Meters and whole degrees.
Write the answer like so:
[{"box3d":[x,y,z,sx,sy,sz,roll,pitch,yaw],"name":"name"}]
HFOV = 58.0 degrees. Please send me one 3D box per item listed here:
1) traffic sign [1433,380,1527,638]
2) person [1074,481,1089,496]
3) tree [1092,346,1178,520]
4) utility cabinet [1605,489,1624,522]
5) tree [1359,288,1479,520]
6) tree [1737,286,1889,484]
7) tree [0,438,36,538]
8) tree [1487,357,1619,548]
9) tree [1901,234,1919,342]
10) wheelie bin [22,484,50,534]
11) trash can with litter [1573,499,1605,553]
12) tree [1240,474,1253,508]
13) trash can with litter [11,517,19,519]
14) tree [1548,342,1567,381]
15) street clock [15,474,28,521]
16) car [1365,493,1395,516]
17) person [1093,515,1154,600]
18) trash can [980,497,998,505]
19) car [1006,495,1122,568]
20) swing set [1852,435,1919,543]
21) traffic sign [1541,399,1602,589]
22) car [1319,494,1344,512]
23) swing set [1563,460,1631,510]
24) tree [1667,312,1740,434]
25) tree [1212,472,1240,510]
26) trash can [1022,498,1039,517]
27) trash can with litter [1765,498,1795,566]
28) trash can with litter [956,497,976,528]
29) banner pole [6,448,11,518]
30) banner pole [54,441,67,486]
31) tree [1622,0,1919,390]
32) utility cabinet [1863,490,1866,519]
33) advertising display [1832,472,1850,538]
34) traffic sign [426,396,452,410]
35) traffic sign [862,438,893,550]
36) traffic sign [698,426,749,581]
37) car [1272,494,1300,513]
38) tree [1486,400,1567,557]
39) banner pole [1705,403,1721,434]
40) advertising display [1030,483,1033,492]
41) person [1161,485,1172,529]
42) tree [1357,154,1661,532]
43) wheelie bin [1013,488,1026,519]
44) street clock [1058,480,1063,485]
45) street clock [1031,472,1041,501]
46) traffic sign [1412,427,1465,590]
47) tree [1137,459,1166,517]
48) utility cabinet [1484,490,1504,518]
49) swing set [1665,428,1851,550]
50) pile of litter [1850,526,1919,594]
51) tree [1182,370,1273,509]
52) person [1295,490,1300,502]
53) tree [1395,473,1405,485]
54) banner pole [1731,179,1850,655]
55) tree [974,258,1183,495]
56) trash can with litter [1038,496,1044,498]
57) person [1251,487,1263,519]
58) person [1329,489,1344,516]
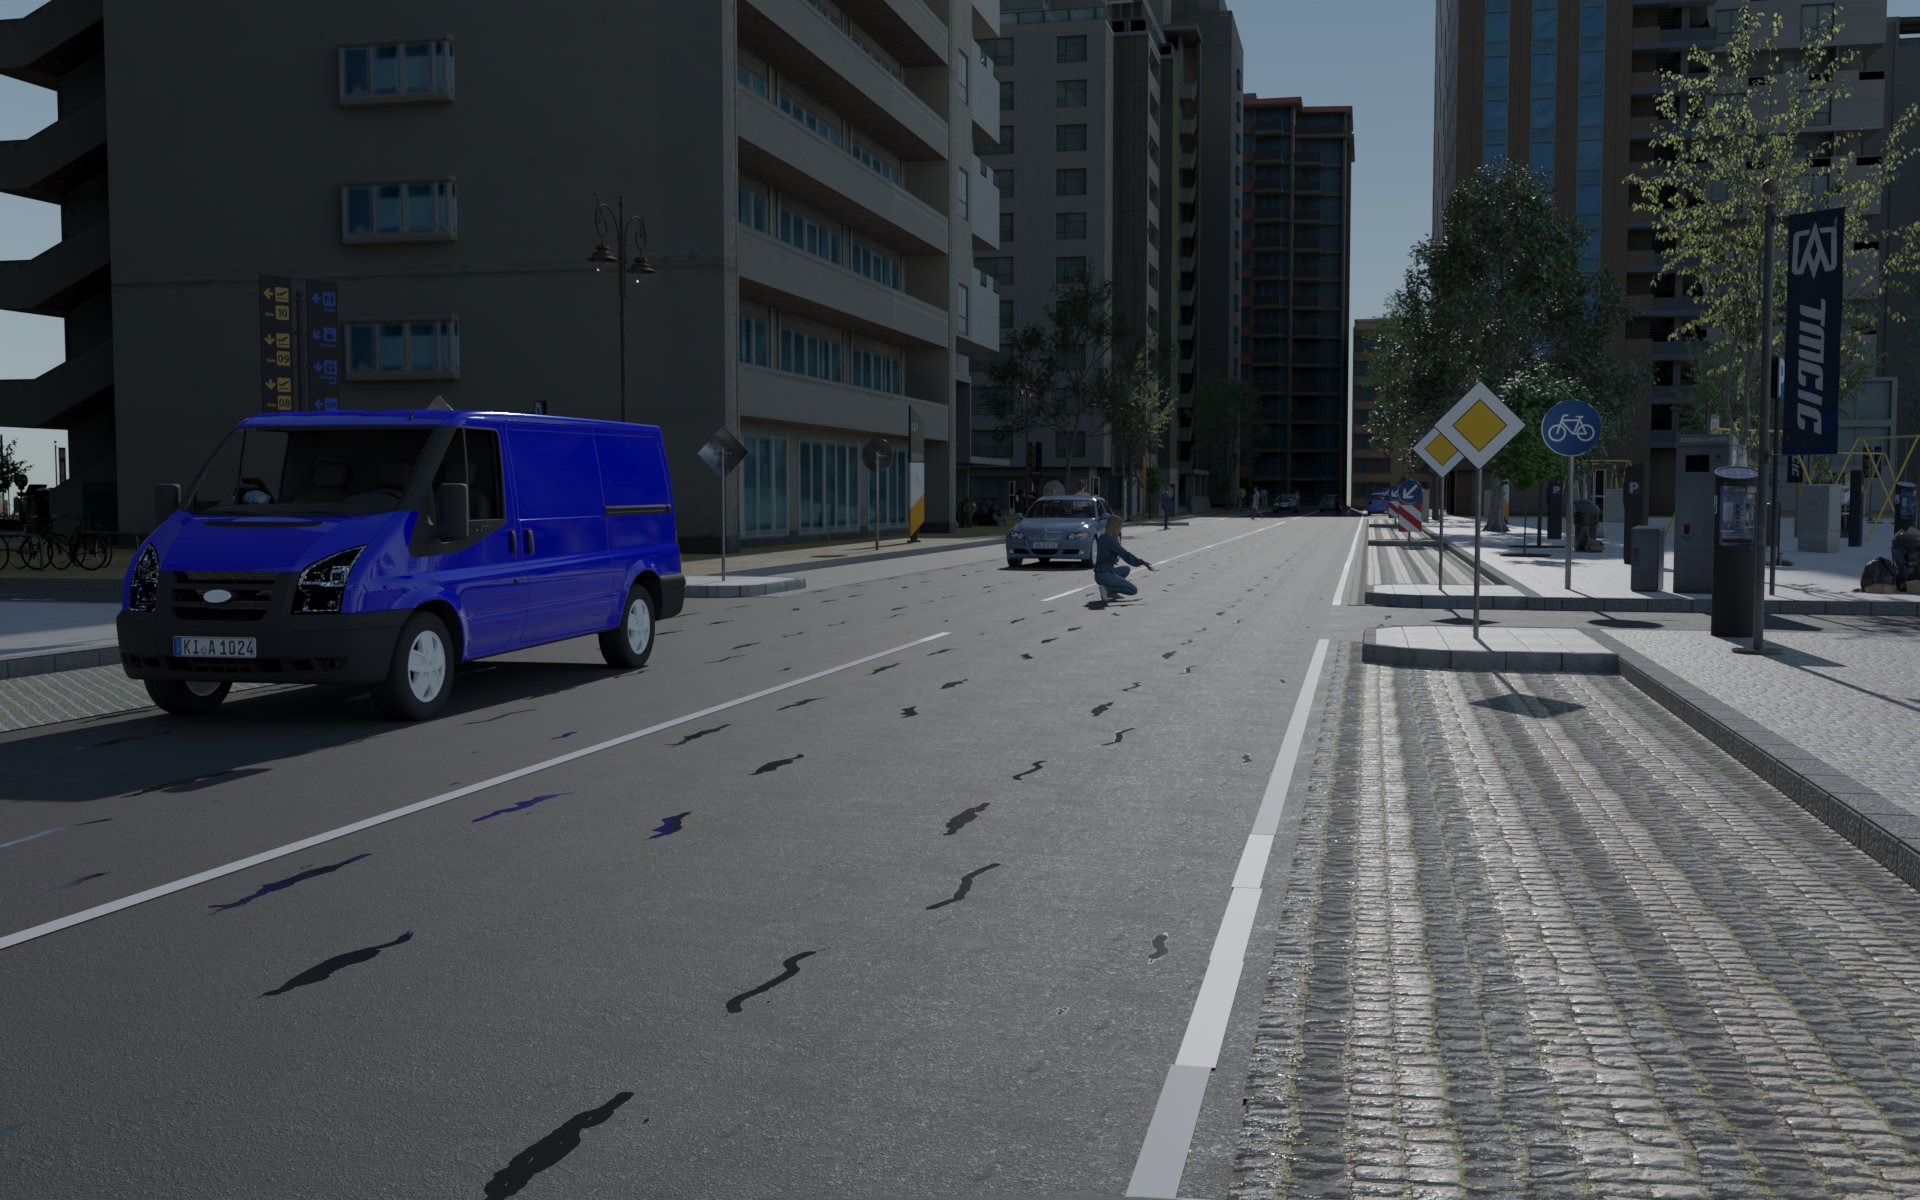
[{"box3d":[4.591,-0.717,15.360,0.795,2.450,0.064,1,4,13],"name":"traffic sign"},{"box3d":[3.027,-2.038,42.388,0.480,1.755,0.524,1,4,17],"name":"person"},{"box3d":[8.387,-8.265,85.499,4.360,8.622,3.978,0,3,0],"name":"tree"},{"box3d":[29.420,-4.192,77.219,1.173,1.500,0.318,1,4,19],"name":"utility cabinet"},{"box3d":[23.544,-9.773,85.550,9.928,11.665,9.643,0,3,0],"name":"tree"},{"box3d":[29.472,-6.667,59.366,4.737,8.622,4.395,0,3,0],"name":"tree"},{"box3d":[-28.660,-3.474,51.403,1.663,3.219,1.824,0,3,0],"name":"tree"},{"box3d":[13.991,-3.537,41.541,4.285,4.588,4.351,0,3,0],"name":"tree"},{"box3d":[31.803,-7.667,51.103,9.928,11.665,9.643,0,3,0],"name":"tree"},{"box3d":[-29.218,-2.879,54.974,0.693,1.594,0.980,2,4,25],"name":"wheelie bin"},{"box3d":[13.964,-1.644,38.262,0.624,1.170,1.055,0,4,-3],"name":"trash can with litter"},{"box3d":[27.351,-10.391,164.494,1.663,3.219,1.824,0,3,0],"name":"tree"},{"box3d":[-47.490,-4.623,86.644,2.233,1.210,1.678,-2,4,-24],"name":"trash can with litter"},{"box3d":[24.221,-7.112,66.649,4.360,8.622,3.978,0,3,0],"name":"tree"},{"box3d":[-33.635,-3.518,62.086,0.471,2.002,0.358,2,4,26],"name":"street clock"},{"box3d":[27.806,-6.420,114.560,1.945,1.707,3.694,1,4,13],"name":"car"},{"box3d":[2.153,-0.588,23.619,0.738,1.151,1.012,-1,4,-11],"name":"person"},{"box3d":[1.261,-3.901,75.437,0.748,1.137,0.748,0,3,0],"name":"trash can"},{"box3d":[2.192,-1.435,35.464,2.014,1.417,4.499,1,4,15],"name":"car"},{"box3d":[25.232,-3.017,46.943,2.862,2.851,3.119,0,4,-3],"name":"swing set"},{"box3d":[8.219,-1.421,23.343,0.768,2.556,0.104,1,4,16],"name":"traffic sign"},{"box3d":[29.769,-7.765,138.965,2.014,1.417,4.499,1,4,14],"name":"car"},{"box3d":[29.338,-5.026,79.801,3.119,2.851,2.862,0,4,-7],"name":"swing set"},{"box3d":[30.896,-7.371,70.885,4.737,8.622,4.395,0,3,0],"name":"tree"},{"box3d":[21.119,-8.807,138.596,1.663,3.219,1.824,0,3,0],"name":"tree"},{"box3d":[3.959,-5.462,100.959,0.748,1.137,0.748,0,3,0],"name":"trash can"},{"box3d":[14.061,-1.235,31.244,2.233,1.210,1.678,1,4,10],"name":"trash can with litter"},{"box3d":[0.042,-3.320,65.665,1.055,1.170,0.624,-2,4,-32],"name":"trash can with litter"},{"box3d":[-50.921,-6.275,92.613,0.401,3.779,0.863,-1,4,-22],"name":"banner pole"},{"box3d":[-42.255,-5.586,81.342,0.401,3.779,0.863,1,4,15],"name":"banner pole"},{"box3d":[12.185,-4.644,26.299,4.360,8.622,3.978,0,3,0],"name":"tree"},{"box3d":[46.084,-4.939,89.425,1.173,1.500,0.318,1,4,20],"name":"utility cabinet"},{"box3d":[25.970,-2.788,50.799,0.974,1.923,0.123,-1,4,-20],"name":"advertising display"},{"box3d":[-5.326,-0.861,17.719,0.795,2.450,0.064,1,4,13],"name":"traffic sign"},{"box3d":[-1.899,-2.414,39.574,0.768,2.556,0.104,1,4,18],"name":"traffic sign"},{"box3d":[-3.486,-1.336,25.490,0.795,2.450,0.064,1,4,13],"name":"traffic sign"},{"box3d":[24.956,-7.388,132.587,2.131,1.459,4.920,1,4,13],"name":"car"},{"box3d":[11.512,-2.509,35.627,1.663,3.219,1.824,0,3,0],"name":"tree"},{"box3d":[20.635,-3.523,47.612,0.863,3.779,0.401,-3,4,-37],"name":"banner pole"},{"box3d":[4.079,-5.616,97.037,0.123,1.923,0.974,1,4,15],"name":"advertising display"},{"box3d":[8.443,-3.800,70.813,0.419,1.800,0.721,1,4,18],"name":"person"},{"box3d":[18.426,-8.672,58.790,9.611,12.733,9.660,0,3,0],"name":"tree"},{"box3d":[3.089,-4.878,87.656,0.693,1.594,0.980,1,4,13],"name":"wheelie bin"},{"box3d":[5.270,-5.311,91.402,0.358,2.002,0.471,1,4,21],"name":"street clock"},{"box3d":[2.544,-3.249,57.683,0.358,2.002,0.471,0,4,2],"name":"street clock"},{"box3d":[6.430,-1.192,23.131,0.795,2.450,0.064,1,4,13],"name":"traffic sign"},{"box3d":[10.584,-6.189,95.796,1.663,3.219,1.824,0,3,0],"name":"tree"},{"box3d":[28.092,-5.031,90.934,0.318,1.500,1.173,-3,4,-36],"name":"utility cabinet"},{"box3d":[19.173,-2.708,41.902,3.119,2.851,2.862,-2,4,-33],"name":"swing set"},{"box3d":[12.504,-0.523,22.520,1.719,0.858,1.176,1,4,17],"name":"pile of litter"},{"box3d":[22.517,-13.417,145.124,9.928,11.665,9.643,0,3,0],"name":"tree"},{"box3d":[26.728,-7.832,137.228,0.551,1.740,0.621,3,5,42],"name":"person"},{"box3d":[39.502,-9.723,153.577,1.663,3.219,1.824,0,3,0],"name":"tree"},{"box3d":[6.560,-1.447,13.670,0.401,3.779,0.863,-2,4,-31],"name":"banner pole"},{"box3d":[4.325,-8.228,68.935,8.767,10.594,7.601,-2,4,-35],"name":"tree"},{"box3d":[5.427,-5.440,99.996,1.678,1.210,2.233,0,4,-1],"name":"trash can with litter"},{"box3d":[16.643,-5.414,97.107,0.778,1.811,0.616,1,4,17],"name":"person"},{"box3d":[24.983,-6.463,114.853,1.217,1.739,0.721,-2,4,-28],"name":"person"}]
